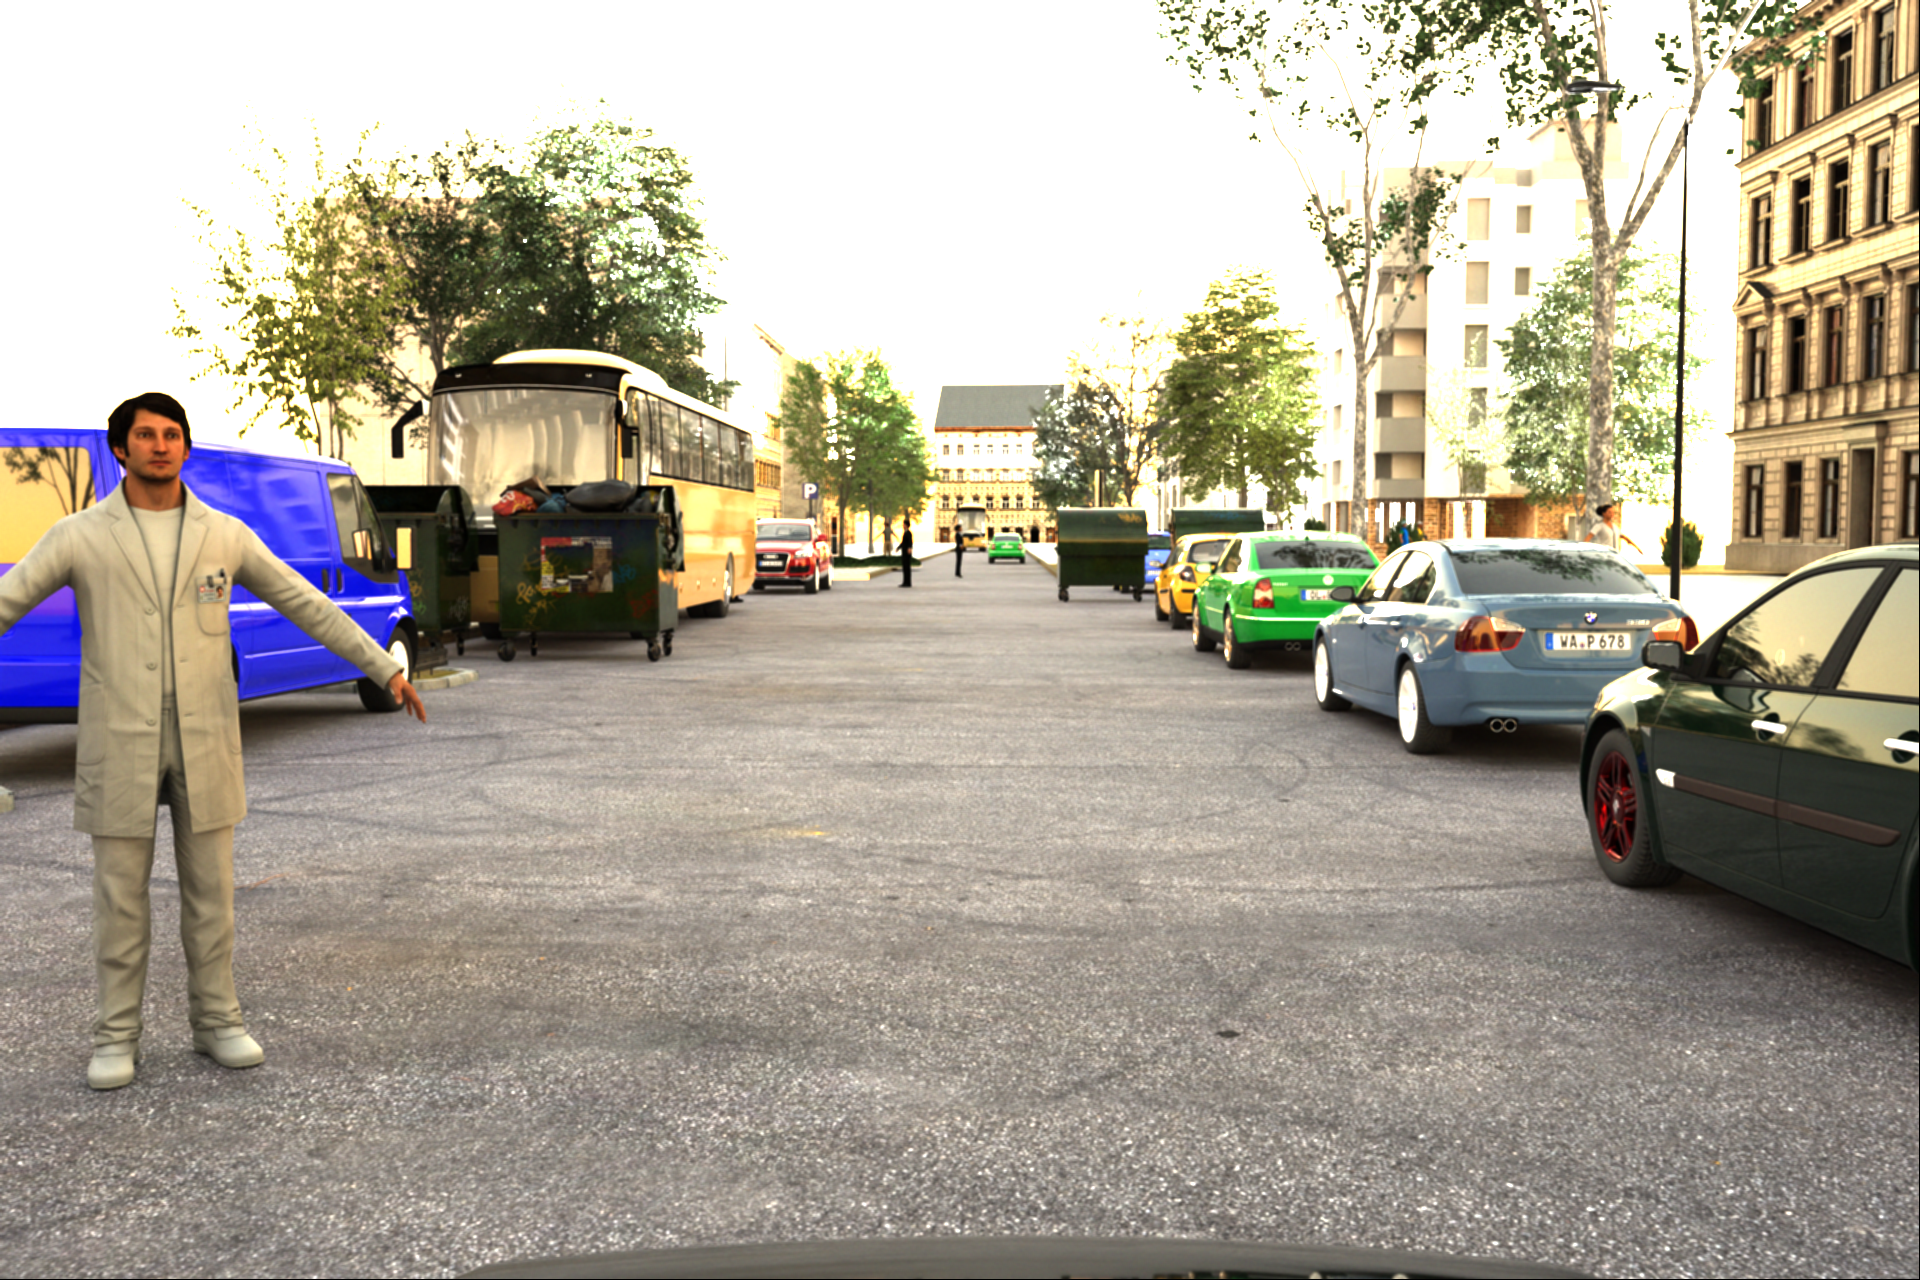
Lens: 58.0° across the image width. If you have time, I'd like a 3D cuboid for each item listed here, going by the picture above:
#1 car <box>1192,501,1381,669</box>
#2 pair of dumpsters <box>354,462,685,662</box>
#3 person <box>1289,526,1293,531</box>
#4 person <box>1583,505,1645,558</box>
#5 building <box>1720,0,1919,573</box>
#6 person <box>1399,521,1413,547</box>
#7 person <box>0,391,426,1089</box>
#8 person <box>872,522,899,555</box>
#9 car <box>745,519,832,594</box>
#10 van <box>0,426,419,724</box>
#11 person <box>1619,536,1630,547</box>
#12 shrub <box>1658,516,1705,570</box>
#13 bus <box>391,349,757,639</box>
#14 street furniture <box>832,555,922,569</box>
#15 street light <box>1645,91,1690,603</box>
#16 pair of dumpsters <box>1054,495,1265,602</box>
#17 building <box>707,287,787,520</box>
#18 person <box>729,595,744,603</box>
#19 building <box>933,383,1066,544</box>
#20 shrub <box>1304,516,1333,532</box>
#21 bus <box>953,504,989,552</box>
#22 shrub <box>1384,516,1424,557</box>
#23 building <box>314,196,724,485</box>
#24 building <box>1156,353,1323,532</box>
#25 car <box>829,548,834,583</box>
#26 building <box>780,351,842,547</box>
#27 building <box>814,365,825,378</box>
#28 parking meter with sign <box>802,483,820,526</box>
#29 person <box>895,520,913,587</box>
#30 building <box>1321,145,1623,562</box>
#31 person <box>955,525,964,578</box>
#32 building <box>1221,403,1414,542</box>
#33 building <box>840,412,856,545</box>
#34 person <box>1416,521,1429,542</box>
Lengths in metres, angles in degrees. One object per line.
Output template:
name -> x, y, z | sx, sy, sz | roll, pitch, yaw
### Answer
car -> 3.738, -0.670, 19.757 | 1.959, 1.807, 4.718 | 0, 4, 0
pair of dumpsters -> -5.466, -0.913, 19.871 | 4.436, 2.255, 1.574 | 0, 4, 2
person -> 18.084, -5.357, 94.300 | 1.216, 1.740, 0.721 | -1, 4, -17
person -> 10.046, -1.221, 26.729 | 1.217, 1.739, 0.721 | -1, 4, -20
building -> 29.320, -11.194, 46.635 | 10.561, 19.211, 19.286 | 0, 4, 2
person -> 17.676, -3.833, 68.790 | 0.704, 1.817, 1.347 | 2, 4, 31
person -> -2.127, 0.246, 4.619 | 1.347, 1.806, 0.705 | -2, 4, -34
person -> -3.185, -4.226, 75.369 | 1.348, 1.796, 0.705 | -2, 4, -32
car -> -4.380, -2.113, 43.223 | 2.281, 1.827, 5.304 | 0, 4, 1
van -> -5.494, -0.481, 12.242 | 2.240, 2.365, 5.245 | 0, 4, 1
person -> 18.604, -2.675, 49.910 | 1.345, 1.807, 0.704 | 1, 4, 17
shrub -> 25.996, -3.548, 62.435 | 1.690, 2.028, 1.600 | 0, 3, 0
bus -> -5.251, -2.158, 26.836 | 2.896, 3.916, 12.252 | 0, 4, 1
street furniture -> -6.631, -3.130, 66.809 | 10.072, 0.657, 5.734 | 0, 4, 6
street light -> 7.971, -2.770, 17.835 | 1.470, 5.913, 1.316 | 0, 4, 1
pair of dumpsters -> 4.228, -1.961, 37.015 | 4.436, 2.255, 1.574 | 0, 4, 0
building -> -24.004, -18.423, 132.148 | 19.493, 23.208, 18.063 | 0, 4, 1
person -> -4.730, -1.710, 36.197 | 0.705, 1.856, 1.354 | 1, 4, 17
building -> 6.270, -25.594, 251.840 | 18.063, 23.208, 19.493 | 0, 4, 6
shrub -> 13.496, -3.776, 66.154 | 1.690, 2.028, 1.600 | 0, 3, 0
bus -> 1.007, -9.313, 143.820 | 2.896, 3.916, 12.252 | 0, 4, 1
shrub -> 18.333, -4.103, 71.500 | 1.690, 2.028, 1.600 | 0, 3, 0
building -> -25.250, -14.702, 106.841 | 16.747, 18.905, 31.486 | 0, 4, 1
building -> 30.025, -19.053, 177.971 | 16.747, 18.905, 31.486 | 0, 4, 1
car -> -4.645, -2.315, 49.859 | 2.014, 1.417, 4.499 | 0, 4, 1
building -> -22.460, -21.363, 180.212 | 19.493, 23.208, 18.063 | 0, 4, 2
building -> -21.224, -20.680, 194.542 | 16.016, 20.090, 11.380 | 0, 4, 1
parking meter with sign -> -5.081, -3.900, 60.019 | 0.543, 3.016, 1.738 | 0, 4, 2
person -> -1.473, -2.335, 46.821 | 0.705, 1.806, 1.347 | -1, 4, -18
building -> 24.371, -14.348, 91.005 | 16.016, 20.090, 11.380 | 0, 4, 1
person -> 0.041, -2.931, 57.104 | 0.721, 1.740, 1.216 | 0, 4, -1
building -> 24.171, -10.865, 119.784 | 9.099, 9.664, 28.070 | 0, 4, 2
building -> -23.050, -23.645, 217.523 | 19.493, 23.208, 18.063 | 0, 4, 1
person -> 20.029, -4.245, 75.379 | 0.705, 1.833, 1.349 | 3, 5, 42
